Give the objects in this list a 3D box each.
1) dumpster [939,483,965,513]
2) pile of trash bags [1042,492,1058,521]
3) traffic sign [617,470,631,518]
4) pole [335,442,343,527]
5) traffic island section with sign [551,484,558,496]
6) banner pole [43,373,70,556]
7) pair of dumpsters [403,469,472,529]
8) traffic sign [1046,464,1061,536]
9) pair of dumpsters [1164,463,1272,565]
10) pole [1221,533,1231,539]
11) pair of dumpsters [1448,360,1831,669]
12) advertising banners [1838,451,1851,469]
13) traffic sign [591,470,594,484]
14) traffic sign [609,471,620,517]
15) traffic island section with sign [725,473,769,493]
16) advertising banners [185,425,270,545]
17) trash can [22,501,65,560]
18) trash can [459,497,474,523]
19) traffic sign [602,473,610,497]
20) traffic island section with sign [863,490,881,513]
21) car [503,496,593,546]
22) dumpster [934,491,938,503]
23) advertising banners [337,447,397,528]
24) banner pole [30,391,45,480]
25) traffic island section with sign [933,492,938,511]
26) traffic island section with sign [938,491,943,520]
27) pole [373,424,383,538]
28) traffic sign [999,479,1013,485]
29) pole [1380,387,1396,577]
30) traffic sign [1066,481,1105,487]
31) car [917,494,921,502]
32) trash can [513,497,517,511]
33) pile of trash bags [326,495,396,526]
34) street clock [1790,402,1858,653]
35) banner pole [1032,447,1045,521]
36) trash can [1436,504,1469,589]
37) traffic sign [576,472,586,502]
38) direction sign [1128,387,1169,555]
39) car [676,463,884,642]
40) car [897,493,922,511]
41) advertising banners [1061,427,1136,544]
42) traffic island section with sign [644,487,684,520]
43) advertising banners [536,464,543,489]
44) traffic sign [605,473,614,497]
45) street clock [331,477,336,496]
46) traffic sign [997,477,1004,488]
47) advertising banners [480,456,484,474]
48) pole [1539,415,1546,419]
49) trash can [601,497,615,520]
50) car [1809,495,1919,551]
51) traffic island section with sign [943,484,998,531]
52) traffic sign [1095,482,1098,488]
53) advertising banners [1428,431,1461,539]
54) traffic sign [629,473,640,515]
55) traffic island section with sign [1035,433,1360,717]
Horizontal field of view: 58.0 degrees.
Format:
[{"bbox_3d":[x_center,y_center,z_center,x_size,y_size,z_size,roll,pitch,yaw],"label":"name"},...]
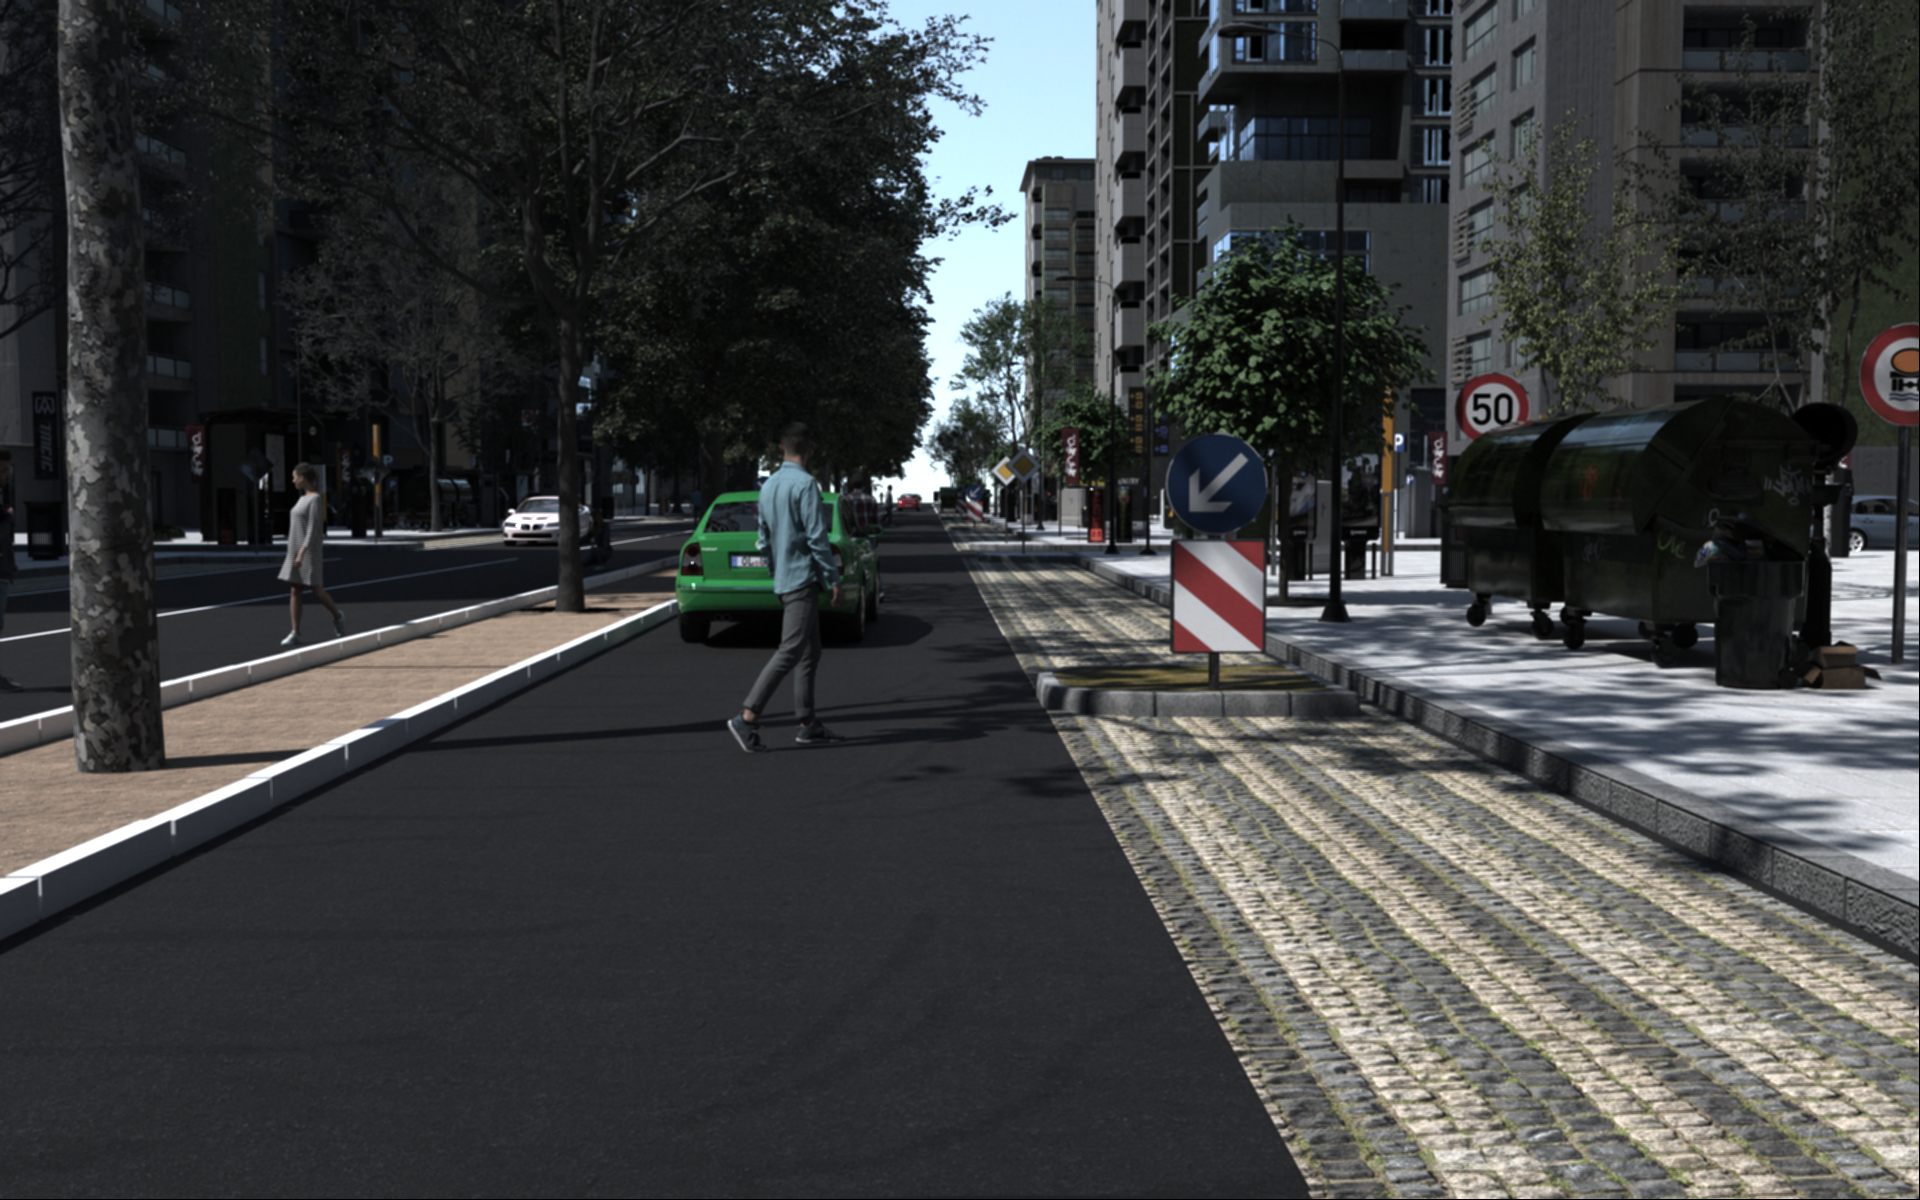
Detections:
[{"bbox_3d":[-0.598,-7.825,132.884,1.985,2.255,1.502,0,4,-2],"label":"dumpster"},{"bbox_3d":[4.709,-4.579,84.623,1.912,1.369,3.447,-1,4,-20],"label":"pile of trash bags"},{"bbox_3d":[-18.105,-5.705,93.386,0.768,2.556,0.104,0,4,2],"label":"traffic sign"},{"bbox_3d":[-24.318,-4.525,67.820,0.158,3.312,0.155,0,3,0],"label":"pole"},{"bbox_3d":[-15.603,-3.587,67.275,1.989,1.847,2.006,0,4,-1],"label":"traffic island section with sign"},{"bbox_3d":[-18.702,-2.826,36.214,0.401,3.779,0.863,-1,4,-10],"label":"banner pole"},{"bbox_3d":[-20.000,-3.906,66.364,1.574,2.255,4.437,0,4,-1],"label":"pair of dumpsters"},{"bbox_3d":[3.044,-3.220,52.649,0.884,2.594,0.081,0,4,5],"label":"traffic sign"},{"bbox_3d":[4.990,-1.885,33.313,1.574,2.255,4.437,0,4,-1],"label":"pair of dumpsters"},{"bbox_3d":[4.675,-2.228,30.278,0.158,3.312,0.155,0,3,0],"label":"pole"},{"bbox_3d":[5.564,-0.746,14.691,1.574,2.255,4.437,0,4,-1],"label":"pair of dumpsters"},{"bbox_3d":[24.235,-3.220,48.835,0.090,3.025,2.074,-2,4,-24],"label":"advertising banners"},{"bbox_3d":[-19.563,-5.581,91.349,0.768,2.556,0.104,0,4,4],"label":"traffic sign"},{"bbox_3d":[-18.858,-5.803,94.985,0.768,2.556,0.104,0,4,7],"label":"traffic sign"},{"bbox_3d":[-4.963,-2.239,44.750,2.006,1.907,1.989,0,4,-1],"label":"traffic island section with sign"},{"bbox_3d":[-18.485,-2.905,43.678,2.074,3.025,0.090,0,4,1],"label":"advertising banners"},{"bbox_3d":[-17.775,-1.345,33.636,0.748,1.137,0.748,0,3,0],"label":"trash can"},{"bbox_3d":[-20.771,-3.745,72.876,0.748,1.137,0.748,0,3,0],"label":"trash can"},{"bbox_3d":[-21.671,-6.515,106.631,0.768,2.556,0.104,0,4,2],"label":"traffic sign"},{"bbox_3d":[-6.433,-6.834,119.874,2.006,1.907,1.989,0,4,-1],"label":"traffic island section with sign"},{"bbox_3d":[-11.693,-2.262,49.339,2.083,1.381,4.827,0,4,-2],"label":"car"},{"bbox_3d":[-3.312,-16.325,275.132,1.865,1.857,1.264,0,4,1],"label":"dumpster"},{"bbox_3d":[-22.284,-4.216,65.125,2.074,3.025,0.090,-1,4,-15],"label":"advertising banners"},{"bbox_3d":[-19.480,-2.891,37.289,0.863,3.779,0.401,-2,4,-28],"label":"banner pole"},{"bbox_3d":[-1.025,-8.284,144.069,1.989,1.847,2.006,0,4,-1],"label":"traffic island section with sign"},{"bbox_3d":[-0.065,-5.286,95.049,1.989,1.847,2.006,0,4,-1],"label":"traffic island section with sign"},{"bbox_3d":[-17.082,-3.483,50.796,0.158,3.312,0.155,0,3,0],"label":"pole"},{"bbox_3d":[2.525,-5.778,94.576,0.768,2.556,0.104,0,4,7],"label":"traffic sign"},{"bbox_3d":[6.644,-2.019,26.854,0.158,3.312,0.155,0,3,0],"label":"pole"},{"bbox_3d":[4.664,-3.907,57.759,2.265,3.308,0.079,0,4,8],"label":"traffic sign"},{"bbox_3d":[-7.136,-16.453,277.796,1.959,1.807,4.718,0,4,-3],"label":"car"},{"bbox_3d":[-21.376,-4.437,84.198,0.748,1.137,0.748,0,3,0],"label":"trash can"},{"bbox_3d":[-24.167,-3.630,69.110,3.447,1.369,1.912,0,4,7],"label":"pile of trash bags"},{"bbox_3d":[6.826,-0.563,13.773,0.471,2.002,0.358,3,5,45],"label":"street clock"},{"bbox_3d":[3.765,-5.604,81.646,0.863,3.779,0.401,2,4,30],"label":"banner pole"},{"bbox_3d":[6.866,-0.731,23.603,0.748,1.137,0.748,0,3,0],"label":"trash can"},{"bbox_3d":[-17.543,-4.759,79.936,0.606,2.300,0.079,0,4,2],"label":"traffic sign"},{"bbox_3d":[3.980,-2.727,36.577,0.876,3.537,0.379,1,4,20],"label":"direction sign"},{"bbox_3d":[-1.808,-0.572,18.150,1.959,1.807,4.718,0,4,1],"label":"car"},{"bbox_3d":[-4.238,-8.313,144.953,2.155,1.783,4.494,0,4,1],"label":"car"},{"bbox_3d":[3.600,-3.000,45.235,2.074,3.025,0.090,2,4,24],"label":"advertising banners"},{"bbox_3d":[-16.133,-5.251,94.474,1.989,1.847,2.006,0,4,-1],"label":"traffic island section with sign"},{"bbox_3d":[-24.265,-6.500,102.458,0.090,3.025,2.074,3,4,37],"label":"advertising banners"},{"bbox_3d":[-21.388,-6.496,106.316,0.768,2.556,0.104,0,4,2],"label":"traffic sign"},{"bbox_3d":[-26.668,-4.243,73.937,0.358,2.002,0.471,-1,4,-9],"label":"street clock"},{"bbox_3d":[2.391,-5.793,94.820,0.768,2.556,0.104,0,4,0],"label":"traffic sign"},{"bbox_3d":[-21.852,-5.125,79.979,0.090,3.025,2.074,0,4,1],"label":"advertising banners"},{"bbox_3d":[14.955,-3.099,44.512,0.158,3.312,0.155,0,3,0],"label":"pole"},{"bbox_3d":[-17.754,-4.626,87.288,0.748,1.137,0.748,0,3,0],"label":"trash can"},{"bbox_3d":[21.826,-1.760,40.773,4.499,1.417,2.014,0,4,-1],"label":"car"},{"bbox_3d":[0.454,-3.637,68.099,1.989,1.847,2.006,0,4,-1],"label":"traffic island section with sign"},{"bbox_3d":[4.283,-3.324,54.455,0.768,2.556,0.104,1,4,8],"label":"traffic sign"},{"bbox_3d":[13.931,-3.152,47.718,2.074,3.025,0.090,1,4,9],"label":"advertising banners"},{"bbox_3d":[-20.076,-6.507,106.495,0.768,2.556,0.104,0,4,2],"label":"traffic sign"},{"bbox_3d":[1.543,-0.205,11.984,1.989,1.847,2.006,0,4,-1],"label":"traffic island section with sign"}]
